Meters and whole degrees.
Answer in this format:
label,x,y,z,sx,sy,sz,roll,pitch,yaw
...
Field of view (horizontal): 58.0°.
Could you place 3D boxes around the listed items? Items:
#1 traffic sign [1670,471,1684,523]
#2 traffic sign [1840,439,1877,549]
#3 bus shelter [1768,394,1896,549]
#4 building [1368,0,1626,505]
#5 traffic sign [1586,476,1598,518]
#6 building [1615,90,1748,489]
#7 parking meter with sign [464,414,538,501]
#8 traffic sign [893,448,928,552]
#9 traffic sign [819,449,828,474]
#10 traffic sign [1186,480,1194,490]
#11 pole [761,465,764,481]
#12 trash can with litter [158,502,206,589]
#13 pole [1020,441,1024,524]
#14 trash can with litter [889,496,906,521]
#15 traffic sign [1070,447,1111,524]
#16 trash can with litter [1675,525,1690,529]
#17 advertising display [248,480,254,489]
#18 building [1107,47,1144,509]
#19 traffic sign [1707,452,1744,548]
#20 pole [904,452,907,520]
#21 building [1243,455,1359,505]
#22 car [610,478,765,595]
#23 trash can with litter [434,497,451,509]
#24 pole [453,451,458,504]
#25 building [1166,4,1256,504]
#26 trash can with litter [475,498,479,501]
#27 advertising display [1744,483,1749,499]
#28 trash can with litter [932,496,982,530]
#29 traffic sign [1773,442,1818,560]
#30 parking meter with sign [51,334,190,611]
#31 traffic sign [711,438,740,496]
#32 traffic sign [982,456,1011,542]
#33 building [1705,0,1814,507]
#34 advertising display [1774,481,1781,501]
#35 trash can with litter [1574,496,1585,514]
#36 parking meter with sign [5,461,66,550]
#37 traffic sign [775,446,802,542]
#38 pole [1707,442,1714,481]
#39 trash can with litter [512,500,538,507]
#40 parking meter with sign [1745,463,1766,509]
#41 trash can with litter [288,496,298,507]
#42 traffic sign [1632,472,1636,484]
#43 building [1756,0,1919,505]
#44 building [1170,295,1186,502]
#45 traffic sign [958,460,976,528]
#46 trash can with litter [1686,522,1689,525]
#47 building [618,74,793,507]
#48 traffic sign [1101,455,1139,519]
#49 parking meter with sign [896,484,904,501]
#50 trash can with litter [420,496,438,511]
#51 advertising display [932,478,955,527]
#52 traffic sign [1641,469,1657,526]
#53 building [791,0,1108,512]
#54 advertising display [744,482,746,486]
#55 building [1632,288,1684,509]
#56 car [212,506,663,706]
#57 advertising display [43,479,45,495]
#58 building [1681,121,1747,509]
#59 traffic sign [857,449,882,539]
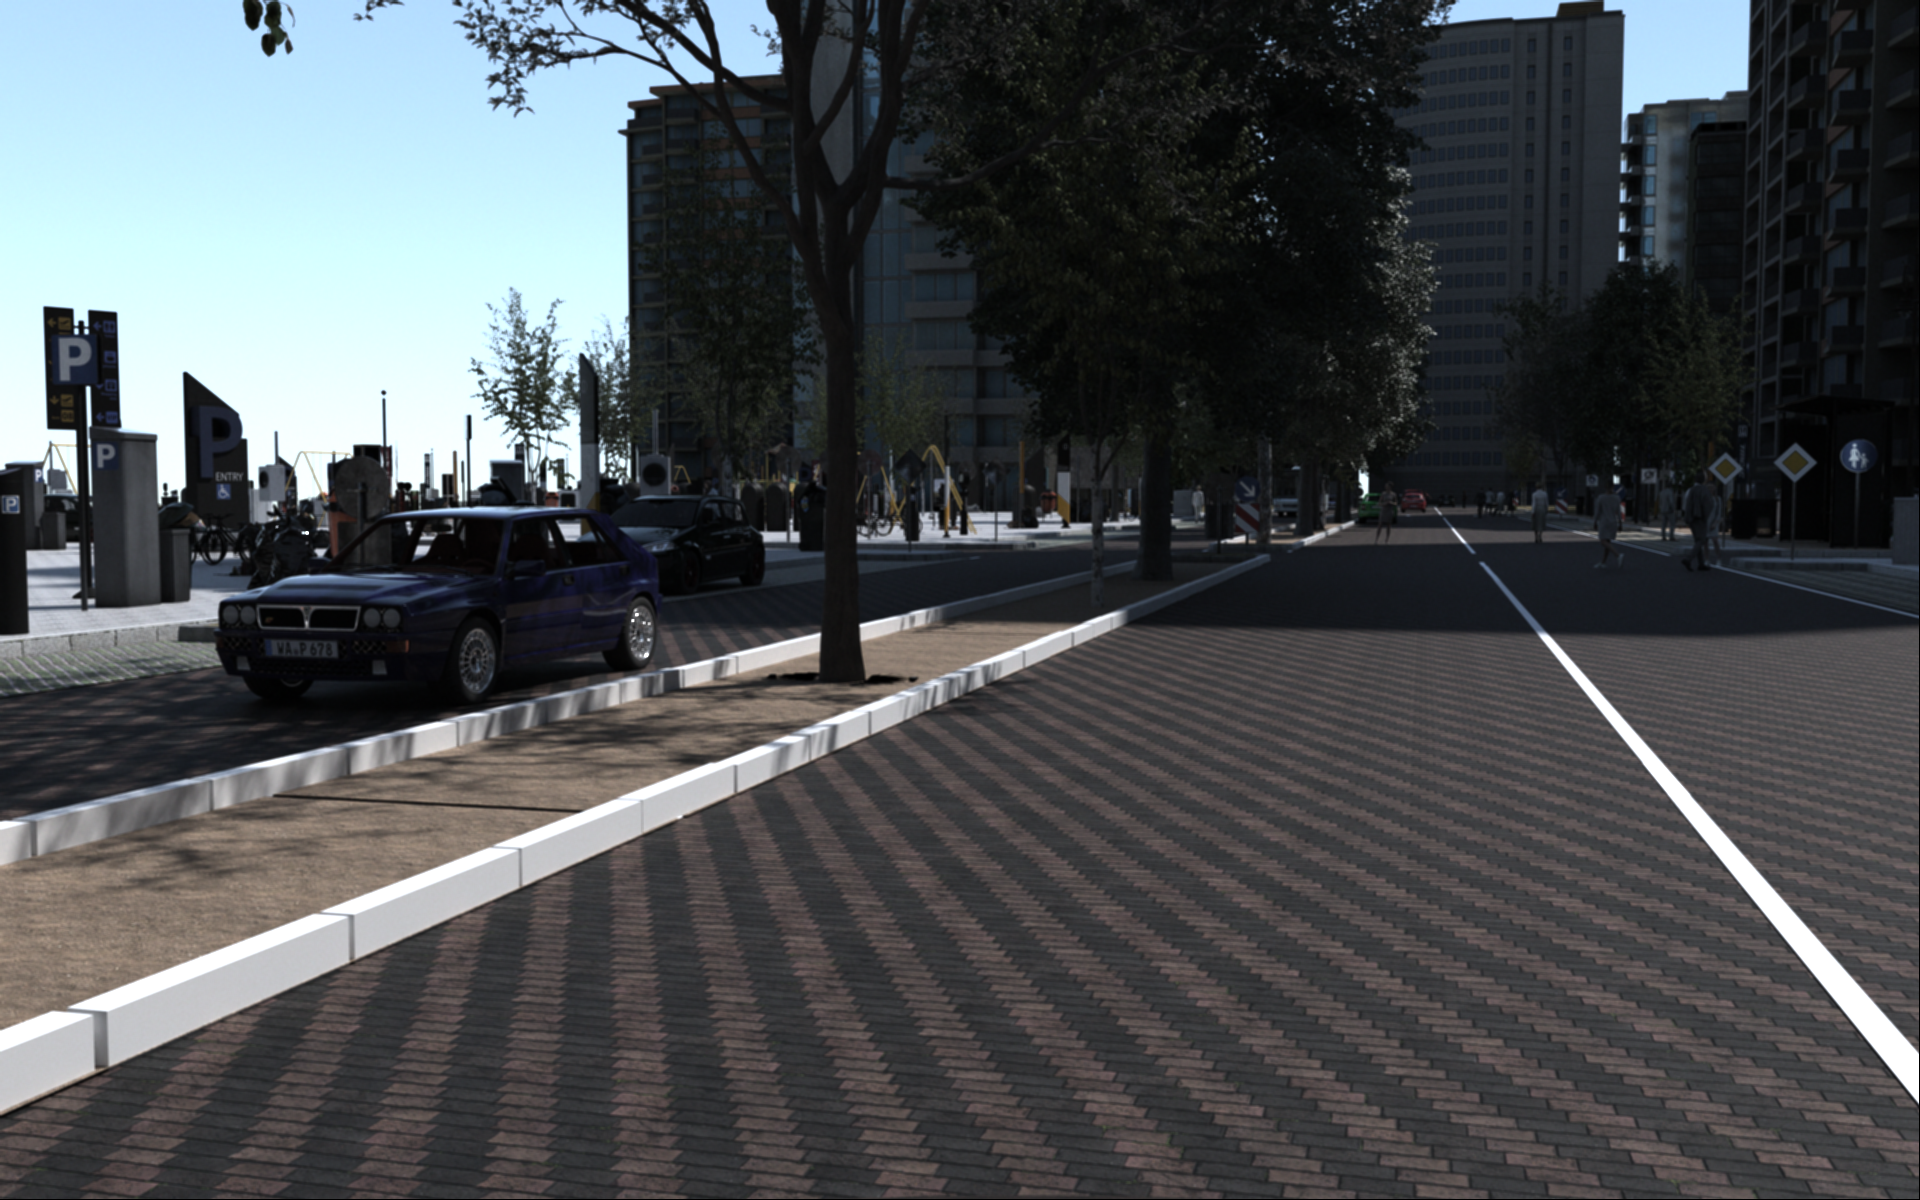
label,x,y,z,sx,sy,sz,roll,pitch,yaw
traffic sign,31.314,-4.498,75.672,0.606,2.300,0.079,2,4,24
traffic sign,20.910,-2.462,40.353,0.768,2.556,0.104,1,4,23
bus shelter,21.860,-3.204,43.676,1.731,3.624,6.357,1,4,15
building,65.307,-41.086,213.757,28.212,58.520,21.231,1,4,15
traffic sign,34.346,-5.628,94.146,0.606,2.300,0.079,1,4,20
building,94.069,-35.991,208.064,30.456,49.044,23.786,1,4,15
parking meter with sign,-10.042,-2.579,38.422,1.738,3.016,0.543,-1,4,-23
traffic sign,-1.103,-2.109,38.127,0.795,2.450,0.064,1,4,15
traffic sign,-3.516,-2.886,47.299,0.768,2.556,0.104,1,4,22
traffic sign,15.877,-7.297,119.306,0.884,2.594,0.081,1,4,17
pole,-14.033,-7.918,123.298,0.158,3.312,0.155,0,3,0
trash can with litter,-10.546,-0.701,22.853,0.624,1.170,1.055,1,4,21
pole,2.398,-4.476,67.028,0.158,3.312,0.155,0,3,0
trash can with litter,-3.032,-4.287,81.486,1.055,1.170,0.624,-1,4,-12
traffic sign,5.406,-4.950,74.799,2.265,3.308,0.079,1,4,17
trash can with litter,27.253,-3.256,64.298,2.233,1.210,1.678,-1,4,-16
advertising display,-33.296,-4.634,80.982,0.974,1.923,0.123,3,5,41
building,10.082,-31.176,159.840,14.600,45.320,14.200,1,4,15
traffic sign,18.196,-2.299,41.226,0.795,2.450,0.064,1,4,15
pole,-2.679,-5.553,84.630,0.158,3.312,0.155,0,3,0
building,43.174,-27.310,218.226,14.107,30.474,14.160,1,4,15
car,-4.292,-0.977,25.764,2.009,1.686,4.222,1,4,15
trash can with litter,-17.388,-2.815,57.418,0.624,1.170,1.055,1,4,9
pole,-23.710,-5.354,81.375,0.158,3.312,0.155,0,3,0
building,26.568,-48.026,223.480,20.611,71.187,20.563,1,4,15
trash can with litter,-14.119,-2.483,51.989,0.624,1.170,1.055,-3,4,-38
advertising display,44.766,-5.661,97.765,0.123,1.923,0.974,-3,5,-41
trash can with litter,-0.224,-3.157,62.676,1.678,1.210,2.233,-1,4,-13
traffic sign,16.131,-1.827,33.511,0.795,2.450,0.064,1,4,15
parking meter with sign,-9.523,-1.440,19.807,0.543,3.016,1.738,1,4,9
traffic sign,-5.374,-2.414,39.572,0.768,2.556,0.104,2,4,24
traffic sign,0.961,-2.581,45.842,0.795,2.450,0.064,1,4,15
building,63.853,-41.515,117.023,20.563,71.187,20.611,1,4,15
advertising display,42.079,-5.089,88.420,0.974,1.923,0.123,3,5,45
trash can with litter,39.707,-6.096,111.057,0.624,1.170,1.055,1,4,20
parking meter with sign,-21.521,-2.666,39.853,1.738,3.016,0.543,0,4,4
traffic sign,-4.584,-2.819,46.194,0.768,2.556,0.104,1,4,19
pole,29.361,-4.524,67.808,0.158,3.312,0.155,0,3,0
trash can with litter,-7.552,-1.178,30.640,0.624,1.170,1.055,1,4,17
parking meter with sign,44.477,-6.129,96.473,1.738,3.016,0.543,-1,4,-15
trash can with litter,-30.356,-4.170,79.239,2.233,1.210,1.678,2,4,31
traffic sign,37.773,-5.890,96.402,0.768,2.556,0.104,1,4,19
building,57.599,-26.814,93.037,22.147,44.769,28.867,1,4,15
building,15.987,-24.941,179.485,14.107,30.474,14.160,1,4,15
traffic sign,0.241,-3.961,64.862,0.768,2.556,0.104,2,4,25
trash can with litter,30.735,-3.714,72.118,1.055,1.170,0.624,2,4,26
building,-19.713,-32.380,184.044,28.867,44.769,22.147,1,4,15
traffic sign,8.067,-5.766,88.139,2.265,3.308,0.079,1,4,19
parking meter with sign,-4.078,-7.846,124.547,1.738,3.016,0.543,-3,5,-43
trash can with litter,-16.615,-2.564,52.984,2.233,1.210,1.678,0,4,-8
advertising display,-0.647,-3.858,68.289,0.974,1.923,0.123,-2,4,-26
traffic sign,27.792,-4.146,69.910,0.606,2.300,0.079,1,4,16
building,0.233,-31.784,139.284,23.786,49.044,30.456,1,4,15
advertising display,-11.453,-5.401,93.523,0.123,1.923,0.974,0,4,8
building,77.110,-19.019,155.992,27.650,21.520,28.899,1,4,15
car,-3.763,-0.032,13.111,1.945,1.354,3.894,1,4,16
advertising display,-38.156,-4.039,71.258,0.123,1.923,0.974,3,4,39
building,64.164,-22.288,136.117,14.160,30.474,14.107,1,4,15
traffic sign,-2.569,-2.985,48.915,0.768,2.556,0.104,1,4,18
